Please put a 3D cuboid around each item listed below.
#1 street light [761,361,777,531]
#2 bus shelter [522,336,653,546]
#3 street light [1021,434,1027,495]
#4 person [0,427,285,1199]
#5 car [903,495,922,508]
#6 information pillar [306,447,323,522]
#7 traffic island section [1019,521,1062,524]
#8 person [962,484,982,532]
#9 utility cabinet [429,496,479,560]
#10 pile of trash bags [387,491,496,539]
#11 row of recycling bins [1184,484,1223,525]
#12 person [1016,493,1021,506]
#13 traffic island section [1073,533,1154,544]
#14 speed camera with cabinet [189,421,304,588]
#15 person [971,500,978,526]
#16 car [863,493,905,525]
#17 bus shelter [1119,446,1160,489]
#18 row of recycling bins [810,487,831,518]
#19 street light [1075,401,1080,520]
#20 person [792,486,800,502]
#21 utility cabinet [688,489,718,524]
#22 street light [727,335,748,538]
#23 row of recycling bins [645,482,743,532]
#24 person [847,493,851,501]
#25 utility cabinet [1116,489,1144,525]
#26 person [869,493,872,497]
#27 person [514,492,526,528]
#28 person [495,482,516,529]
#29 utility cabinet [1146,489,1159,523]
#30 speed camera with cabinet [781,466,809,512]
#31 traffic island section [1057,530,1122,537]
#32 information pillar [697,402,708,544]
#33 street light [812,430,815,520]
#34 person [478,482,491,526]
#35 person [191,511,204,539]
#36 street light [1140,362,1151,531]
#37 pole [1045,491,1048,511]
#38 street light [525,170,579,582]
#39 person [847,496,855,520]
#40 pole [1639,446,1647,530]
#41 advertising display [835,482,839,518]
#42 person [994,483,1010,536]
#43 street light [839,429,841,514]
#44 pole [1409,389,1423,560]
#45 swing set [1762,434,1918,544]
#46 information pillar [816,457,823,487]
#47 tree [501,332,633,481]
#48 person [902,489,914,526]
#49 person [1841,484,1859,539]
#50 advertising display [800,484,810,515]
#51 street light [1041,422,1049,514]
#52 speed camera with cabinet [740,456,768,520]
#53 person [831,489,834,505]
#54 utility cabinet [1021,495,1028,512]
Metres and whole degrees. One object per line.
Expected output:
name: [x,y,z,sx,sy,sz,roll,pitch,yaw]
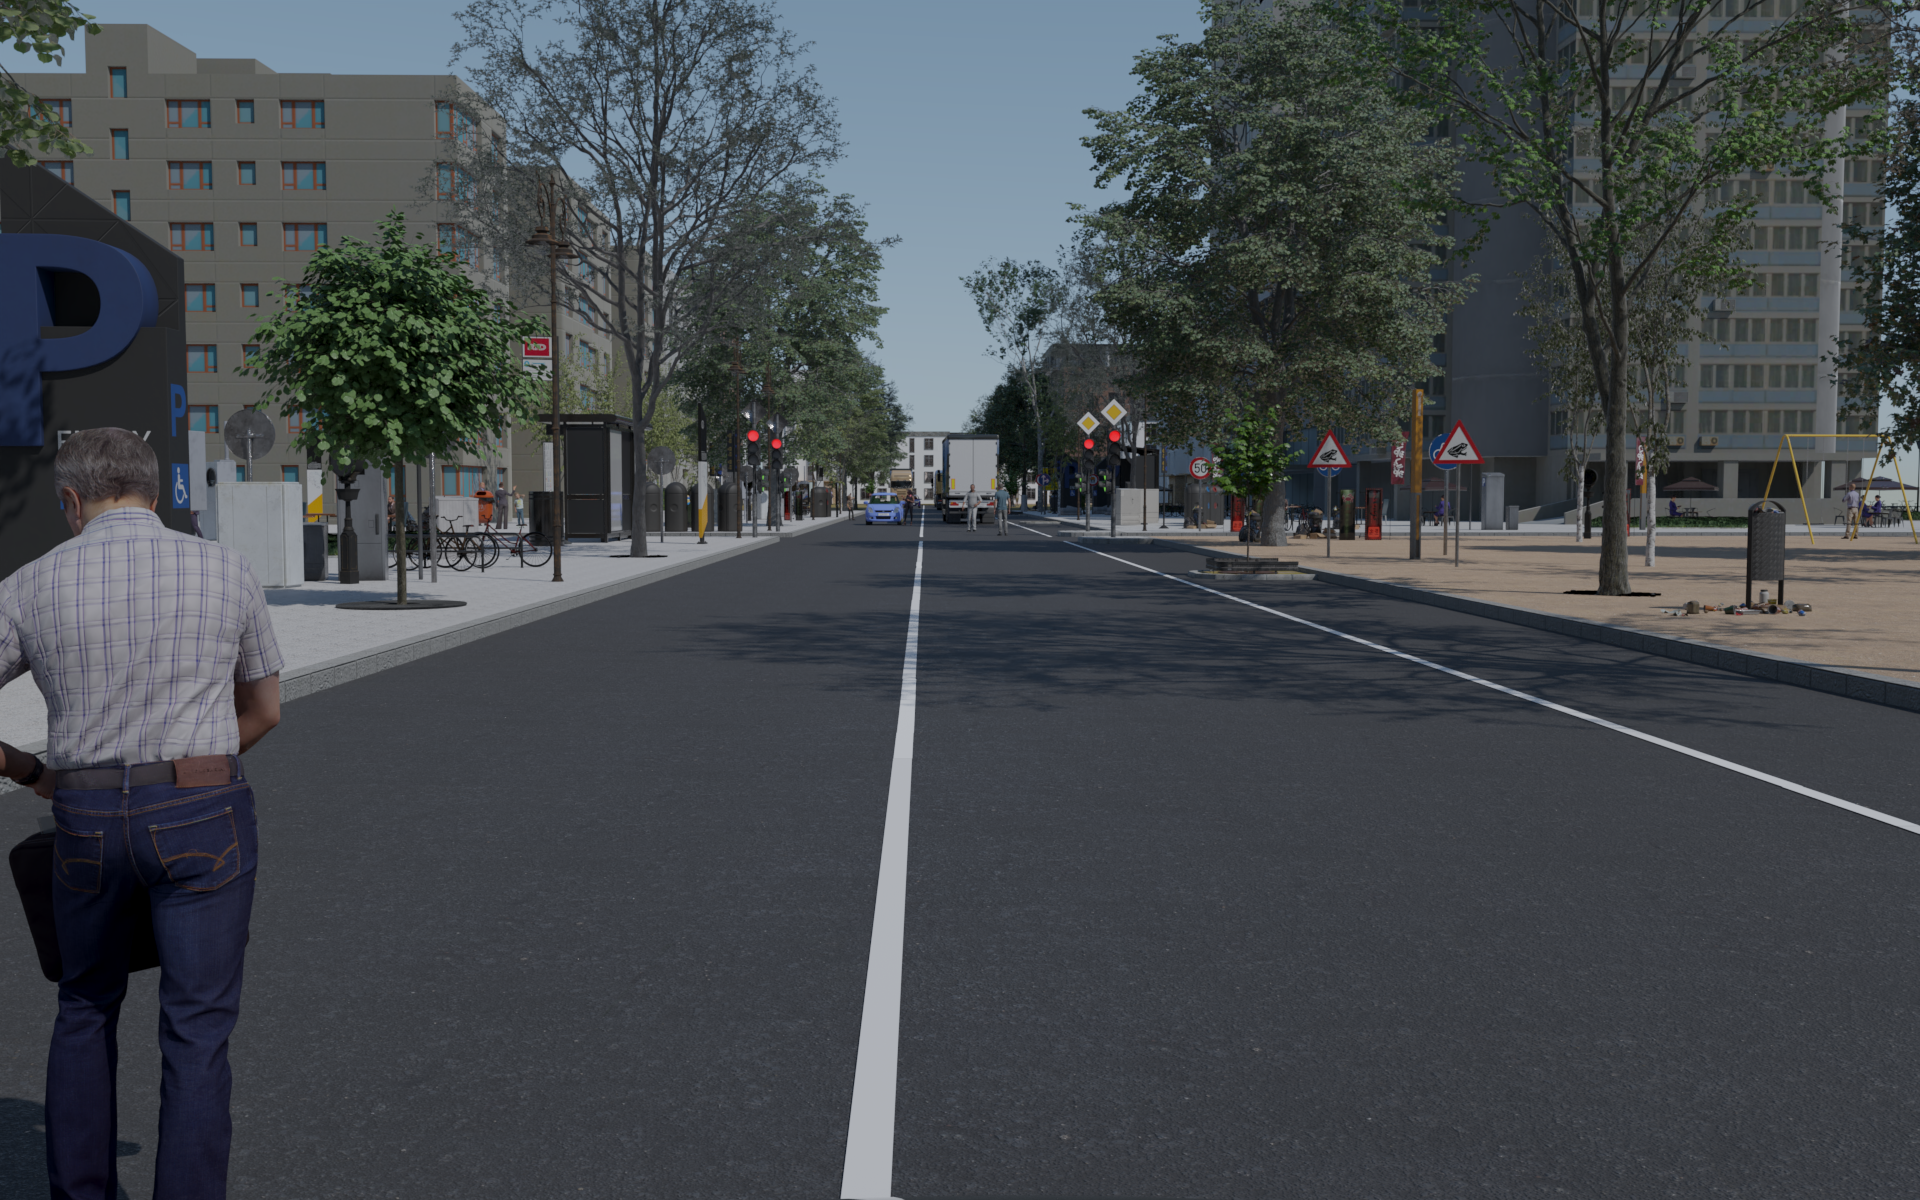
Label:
street light: [-6.649,-5.352,60.285,0.468,5.910,1.993,0,4,-1]
bus shelter: [-10.053,-4.221,46.652,2.179,5.291,8.768,0,4,-1]
street light: [4.978,-9.857,133.950,0.468,5.910,1.993,0,4,-1]
person: [-1.553,0.462,3.161,0.614,1.554,0.590,-1,4,-23]
car: [-4.886,-10.108,177.852,1.945,1.354,3.894,0,4,-1]
information pillar: [-22.067,-4.147,59.165,0.504,3.616,0.183,-2,4,-25]
traffic island section: [3.881,-3.753,84.220,1.991,0.108,1.994,0,4,-1]
person: [0.426,-3.476,65.479,0.875,1.805,0.789,0,4,2]
utility cabinet: [-10.032,-1.420,34.384,0.306,1.237,1.020,2,4,33]
pile of trash bags: [-15.007,-2.451,49.824,3.447,1.369,1.912,1,4,9]
row of recycling bins: [9.878,-3.863,70.265,1.069,1.692,3.534,2,4,24]
person: [6.333,-11.334,191.354,1.348,1.824,0.705,-3,5,-44]
traffic island section: [4.555,-1.772,51.258,2.009,0.180,2.903,0,4,-1]
speed camera with cabinet: [-10.137,-1.801,23.777,2.038,3.252,0.660,0,4,4]
person: [0.530,-3.892,74.508,0.453,1.535,0.546,-2,4,-24]
car: [-3.518,-4.354,80.780,1.945,1.707,3.694,0,4,-1]
bus shelter: [8.881,-5.881,87.433,1.731,3.624,6.357,0,4,-1]
row of recycling bins: [-7.752,-5.434,95.951,1.069,1.692,3.534,0,4,2]
street light: [5.796,-6.840,84.618,0.468,5.910,1.993,0,4,-1]
person: [-9.221,-5.583,98.054,0.376,1.734,0.841,-2,4,-26]
utility cabinet: [-10.783,-3.911,72.617,1.173,1.500,0.318,-1,4,-20]
street light: [-6.420,-4.729,50.101,0.468,5.910,1.993,0,4,-1]
row of recycling bins: [-9.161,-3.162,58.805,3.534,1.692,1.069,-1,4,-10]
person: [-13.069,-11.935,204.370,0.799,1.438,0.628,1,4,17]
utility cabinet: [6.907,-3.810,70.978,1.173,1.500,0.318,-3,5,-41]
person: [-9.809,-11.140,191.421,0.421,1.427,0.697,2,4,30]
person: [-16.553,-3.378,65.177,0.435,1.345,0.340,-1,4,-9]
person: [-16.553,-3.439,63.075,0.742,1.727,0.445,-2,4,-33]
utility cabinet: [8.126,-4.100,75.707,1.173,1.500,0.318,-2,4,-32]
speed camera with cabinet: [-11.608,-7.784,121.596,2.038,3.252,0.660,1,4,23]
traffic island section: [4.392,-2.261,59.242,2.009,0.180,2.903,0,4,-1]
information pillar: [-6.608,-3.247,44.446,0.183,3.616,0.504,1,4,9]
street light: [-7.239,-6.882,85.301,0.468,5.910,1.993,0,4,-1]
person: [-19.187,-3.867,69.826,0.434,1.755,0.990,2,4,27]
person: [-17.618,-2.000,39.658,0.541,1.710,0.530,3,5,45]
street light: [6.420,-5.336,60.030,0.468,5.910,1.993,0,4,-1]
pole: [6.707,-8.614,134.684,0.158,3.312,0.155,0,3,0]
street light: [-5.894,-3.205,25.186,0.468,5.910,1.993,0,4,-1]
person: [-5.930,-5.025,94.566,0.340,1.345,0.435,2,4,35]
pole: [24.374,-4.154,61.764,0.158,3.312,0.155,0,3,0]
advertising display: [-6.753,-5.501,95.159,0.123,1.923,0.974,0,4,0]
person: [1.441,-3.128,59.777,0.598,1.807,0.434,0,4,-8]
street light: [-7.643,-8.416,110.384,0.468,5.910,1.993,0,4,-1]
pole: [8.921,-2.447,33.853,0.158,3.312,0.155,0,3,0]
swing set: [22.944,-2.939,45.671,3.119,2.851,2.862,0,4,-6]
information pillar: [-8.862,-7.232,109.604,0.504,3.616,0.183,-2,4,-30]
tree: [-17.333,-7.567,74.091,4.737,8.622,4.395,0,3,0]
person: [-2.372,-4.200,78.635,0.593,1.643,0.415,0,4,-8]
person: [25.463,-2.532,49.502,0.516,1.574,0.319,-1,4,-9]
advertising display: [-9.671,-6.277,107.838,0.123,1.923,0.974,-3,4,-36]
street light: [5.362,-8.353,109.358,0.468,5.910,1.993,0,4,-1]
speed camera with cabinet: [-10.188,-5.675,87.129,2.038,3.252,0.660,-3,4,-36]
person: [-15.164,-12.146,204.494,0.599,1.838,0.709,3,4,38]
utility cabinet: [4.683,-7.029,126.093,0.306,1.237,1.020,1,4,14]
